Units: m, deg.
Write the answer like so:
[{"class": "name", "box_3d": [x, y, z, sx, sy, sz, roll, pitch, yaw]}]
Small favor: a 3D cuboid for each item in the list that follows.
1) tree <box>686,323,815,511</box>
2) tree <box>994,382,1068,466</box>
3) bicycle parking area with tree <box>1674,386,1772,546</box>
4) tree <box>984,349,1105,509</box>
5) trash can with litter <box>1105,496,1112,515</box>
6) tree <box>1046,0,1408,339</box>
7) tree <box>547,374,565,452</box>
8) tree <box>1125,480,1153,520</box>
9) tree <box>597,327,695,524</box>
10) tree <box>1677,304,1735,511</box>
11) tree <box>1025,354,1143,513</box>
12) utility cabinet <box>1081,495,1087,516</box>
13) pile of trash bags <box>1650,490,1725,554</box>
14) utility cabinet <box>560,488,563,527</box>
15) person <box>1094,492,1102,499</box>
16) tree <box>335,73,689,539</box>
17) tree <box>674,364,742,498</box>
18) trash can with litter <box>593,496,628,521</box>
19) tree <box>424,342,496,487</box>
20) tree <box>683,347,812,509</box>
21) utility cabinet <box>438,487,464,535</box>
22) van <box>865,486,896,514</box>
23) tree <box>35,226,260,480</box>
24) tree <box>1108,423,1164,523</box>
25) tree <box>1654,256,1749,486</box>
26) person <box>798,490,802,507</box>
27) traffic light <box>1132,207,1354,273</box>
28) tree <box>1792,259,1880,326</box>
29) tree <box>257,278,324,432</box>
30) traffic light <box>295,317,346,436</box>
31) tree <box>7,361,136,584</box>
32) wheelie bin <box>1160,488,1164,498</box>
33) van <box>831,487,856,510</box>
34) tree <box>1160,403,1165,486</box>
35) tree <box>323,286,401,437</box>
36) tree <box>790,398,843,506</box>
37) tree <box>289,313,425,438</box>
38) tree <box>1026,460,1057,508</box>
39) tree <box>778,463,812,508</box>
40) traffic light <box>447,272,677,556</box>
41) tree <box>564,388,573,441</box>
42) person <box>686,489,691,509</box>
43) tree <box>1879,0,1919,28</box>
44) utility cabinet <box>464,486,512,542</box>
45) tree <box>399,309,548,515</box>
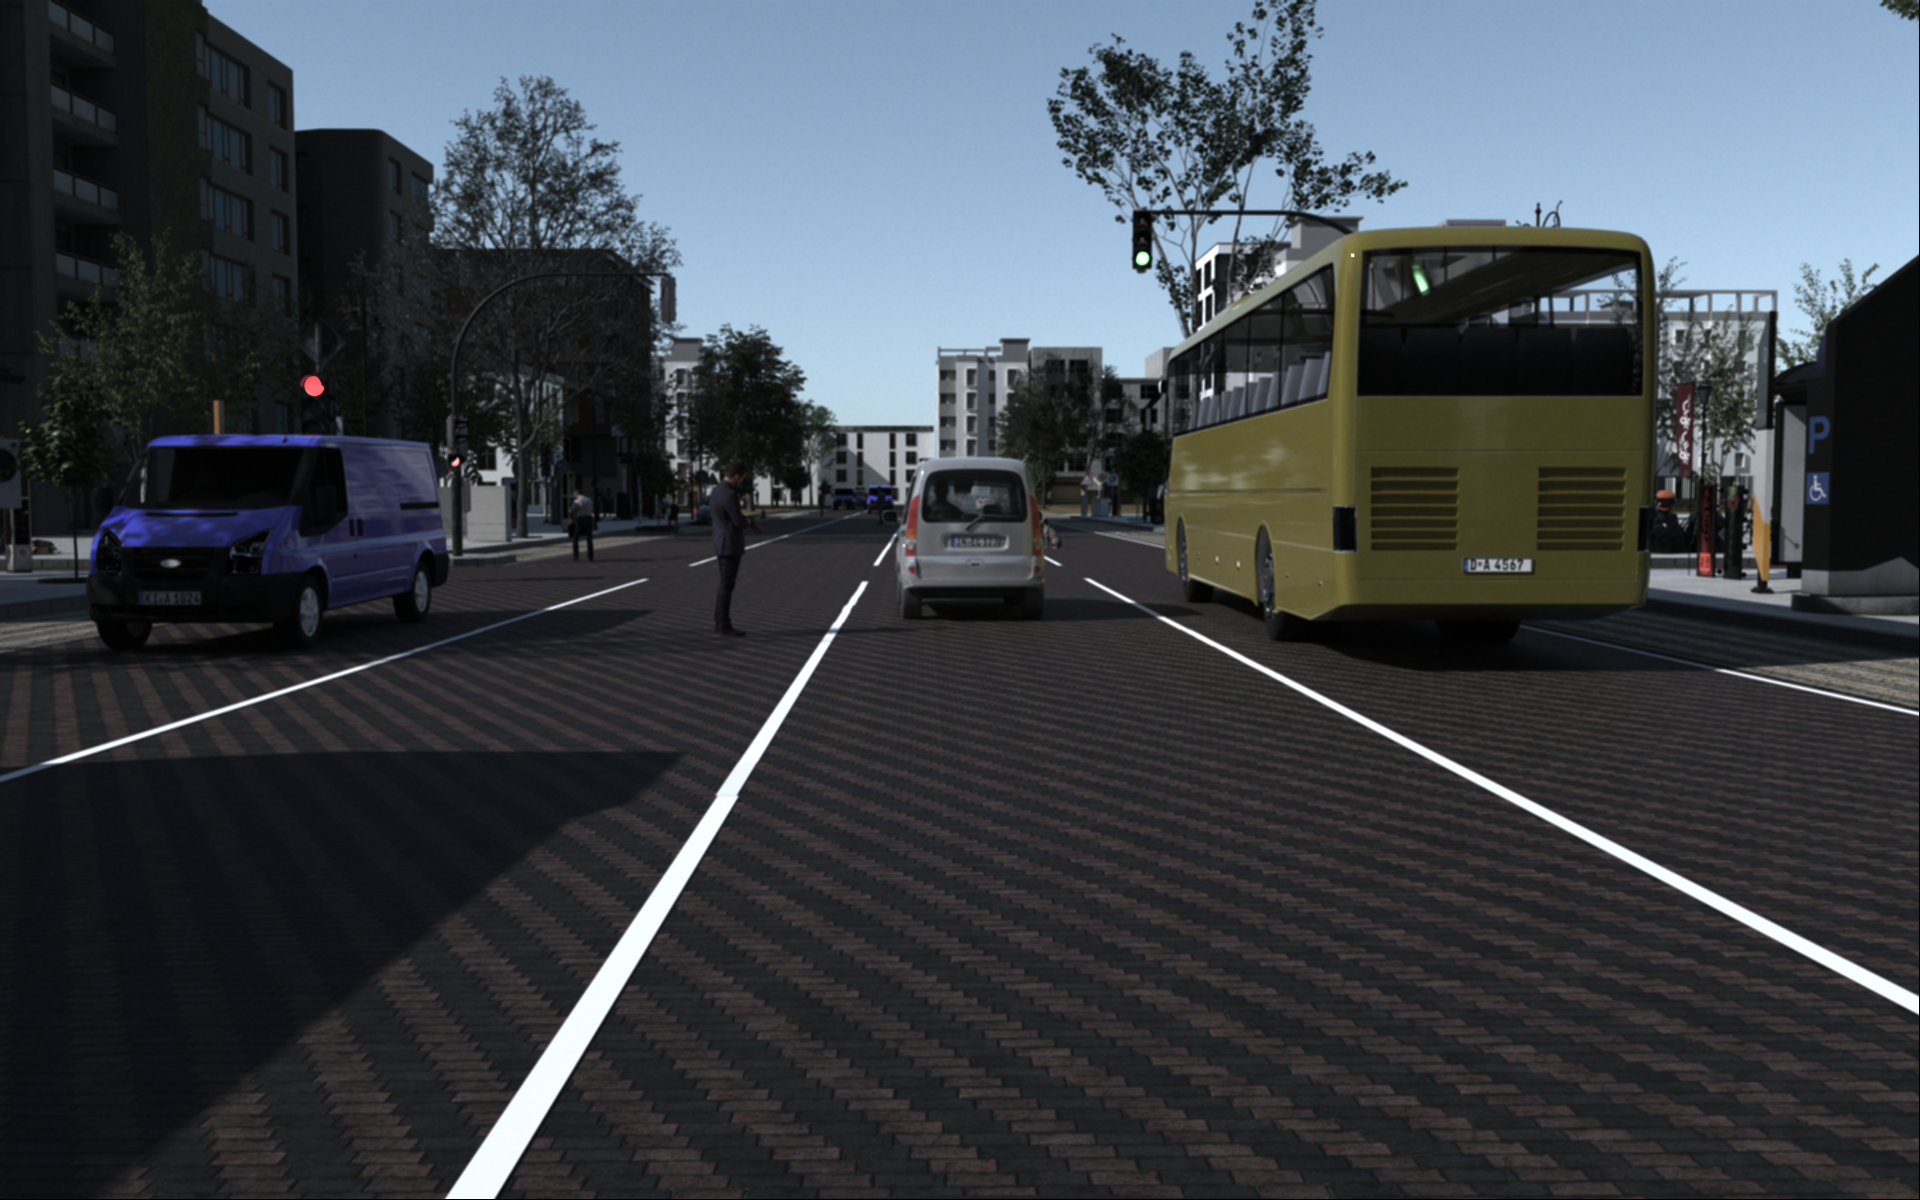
[{"class": "tree", "box_3d": [-15.561, -13.613, 129.233, 9.857, 13.997, 8.962, 0, 3, 0]}, {"class": "tree", "box_3d": [7.321, -15.678, 174.468, 7.486, 12.596, 7.792, 0, 3, 0]}, {"class": "bicycle parking area with tree", "box_3d": [17.305, -3.572, 45.410, 8.231, 4.147, 9.016, 0, 4, -1]}, {"class": "tree", "box_3d": [7.231, -14.417, 146.092, 12.009, 13.543, 11.850, 0, 3, 0]}, {"class": "trash can with litter", "box_3d": [8.798, -5.839, 106.849, 1.055, 1.170, 0.624, 0, 4, -4]}, {"class": "tree", "box_3d": [10.132, -12.736, 64.120, 12.611, 20.169, 13.585, 0, 3, 0]}, {"class": "tree", "box_3d": [-25.265, -9.078, 98.794, 4.737, 8.622, 4.395, 0, 3, 0]}, {"class": "tree", "box_3d": [8.963, -5.611, 86.338, 1.663, 3.219, 1.824, 0, 3, 0]}, {"class": "tree", "box_3d": [-13.558, -7.539, 73.627, 4.737, 8.622, 4.395, 0, 3, 0]}, {"class": "tree", "box_3d": [30.174, -7.216, 68.350, 4.737, 8.622, 4.395, 0, 3, 0]}, {"class": "tree", "box_3d": [8.430, -11.148, 116.675, 8.767, 10.594, 7.601, 1, 4, 9]}, {"class": "utility cabinet", "box_3d": [7.403, -5.638, 103.347, 0.306, 1.237, 1.020, 0, 4, 7]}, {"class": "pile of trash bags", "box_3d": [16.027, -1.778, 38.824, 1.912, 1.369, 3.447, 1, 4, 12]}, {"class": "utility cabinet", "box_3d": [-15.346, -3.615, 67.778, 0.318, 1.500, 1.173, 0, 4, 0]}, {"class": "person", "box_3d": [10.998, -7.900, 138.467, 1.065, 1.426, 0.557, 3, 4, 38]}, {"class": "tree", "box_3d": [-12.615, -8.544, 50.061, 12.009, 13.543, 11.850, 0, 3, 0]}, {"class": "tree", "box_3d": [-14.546, -9.081, 98.831, 4.360, 8.622, 3.978, 0, 3, 0]}, {"class": "trash can with litter", "box_3d": [-17.238, -4.415, 83.238, 2.233, 1.210, 1.678, 1, 4, 8]}, {"class": "tree", "box_3d": [-24.260, -8.072, 82.334, 4.360, 8.622, 3.978, 0, 3, 0]}, {"class": "tree", "box_3d": [-14.053, -10.702, 109.395, 7.601, 10.594, 8.767, 1, 4, 10]}, {"class": "utility cabinet", "box_3d": [-15.508, -2.731, 53.331, 1.173, 1.500, 0.318, -1, 4, -9]}, {"class": "van", "box_3d": [-5.878, -7.539, 127.654, 2.240, 2.365, 5.245, 0, 4, -3]}, {"class": "tree", "box_3d": [-22.612, -5.940, 47.474, 4.737, 8.622, 4.395, 0, 3, 0]}, {"class": "tree", "box_3d": [8.308, -5.697, 76.862, 4.285, 4.588, 4.351, 0, 3, 0]}, {"class": "tree", "box_3d": [21.654, -6.310, 53.531, 4.360, 8.622, 3.978, 0, 3, 0]}, {"class": "person", "box_3d": [-15.744, -9.965, 169.701, 0.721, 1.736, 1.217, -1, 4, -9]}, {"class": "traffic light", "box_3d": [5.094, -3.249, 27.791, 4.771, 5.953, 1.251, 0, 4, -1]}, {"class": "tree", "box_3d": [27.011, -6.316, 53.624, 4.737, 8.622, 4.395, 0, 3, 0]}, {"class": "tree", "box_3d": [-22.564, -6.304, 53.434, 4.737, 8.622, 4.395, 0, 3, 0]}, {"class": "traffic light", "box_3d": [-10.153, -2.365, 27.582, 0.839, 4.253, 0.868, 0, 4, -1]}, {"class": "tree", "box_3d": [-12.852, -1.880, 25.347, 1.663, 3.219, 1.824, 0, 3, 0]}, {"class": "wheelie bin", "box_3d": [11.045, -5.141, 91.965, 0.980, 1.594, 0.693, -1, 4, -15]}, {"class": "van", "box_3d": [-10.518, -9.390, 157.917, 2.240, 2.365, 5.245, 0, 4, -1]}, {"class": "tree", "box_3d": [14.092, -9.614, 107.543, 4.360, 8.622, 3.978, 0, 3, 0]}, {"class": "tree", "box_3d": [-22.324, -6.716, 60.171, 4.737, 8.622, 4.395, 0, 3, 0]}, {"class": "tree", "box_3d": [-16.316, -16.046, 188.107, 9.928, 11.665, 9.643, 0, 3, 0]}, {"class": "tree", "box_3d": [-24.086, -7.229, 68.562, 4.360, 8.622, 3.978, 0, 3, 0]}, {"class": "tree", "box_3d": [7.487, -10.754, 159.546, 4.285, 4.588, 4.351, 0, 3, 0]}, {"class": "tree", "box_3d": [-15.427, -10.884, 161.671, 4.285, 4.588, 4.351, 0, 3, 0]}, {"class": "traffic light", "box_3d": [-8.240, -3.730, 35.646, 4.771, 5.953, 1.251, 0, 4, -1]}, {"class": "tree", "box_3d": [-25.222, -9.446, 104.800, 4.737, 8.622, 4.395, 0, 3, 0]}, {"class": "person", "box_3d": [-22.907, -8.627, 147.620, 0.721, 1.766, 1.217, 3, 4, 37]}, {"class": "tree", "box_3d": [9.636, -5.267, 11.874, 9.928, 11.665, 9.643, 0, 3, 0]}, {"class": "utility cabinet", "box_3d": [-12.554, -2.295, 46.205, 1.173, 1.500, 0.318, 1, 4, 17]}, {"class": "tree", "box_3d": [-19.450, -7.211, 68.266, 4.737, 8.622, 4.395, 0, 3, 0]}]
